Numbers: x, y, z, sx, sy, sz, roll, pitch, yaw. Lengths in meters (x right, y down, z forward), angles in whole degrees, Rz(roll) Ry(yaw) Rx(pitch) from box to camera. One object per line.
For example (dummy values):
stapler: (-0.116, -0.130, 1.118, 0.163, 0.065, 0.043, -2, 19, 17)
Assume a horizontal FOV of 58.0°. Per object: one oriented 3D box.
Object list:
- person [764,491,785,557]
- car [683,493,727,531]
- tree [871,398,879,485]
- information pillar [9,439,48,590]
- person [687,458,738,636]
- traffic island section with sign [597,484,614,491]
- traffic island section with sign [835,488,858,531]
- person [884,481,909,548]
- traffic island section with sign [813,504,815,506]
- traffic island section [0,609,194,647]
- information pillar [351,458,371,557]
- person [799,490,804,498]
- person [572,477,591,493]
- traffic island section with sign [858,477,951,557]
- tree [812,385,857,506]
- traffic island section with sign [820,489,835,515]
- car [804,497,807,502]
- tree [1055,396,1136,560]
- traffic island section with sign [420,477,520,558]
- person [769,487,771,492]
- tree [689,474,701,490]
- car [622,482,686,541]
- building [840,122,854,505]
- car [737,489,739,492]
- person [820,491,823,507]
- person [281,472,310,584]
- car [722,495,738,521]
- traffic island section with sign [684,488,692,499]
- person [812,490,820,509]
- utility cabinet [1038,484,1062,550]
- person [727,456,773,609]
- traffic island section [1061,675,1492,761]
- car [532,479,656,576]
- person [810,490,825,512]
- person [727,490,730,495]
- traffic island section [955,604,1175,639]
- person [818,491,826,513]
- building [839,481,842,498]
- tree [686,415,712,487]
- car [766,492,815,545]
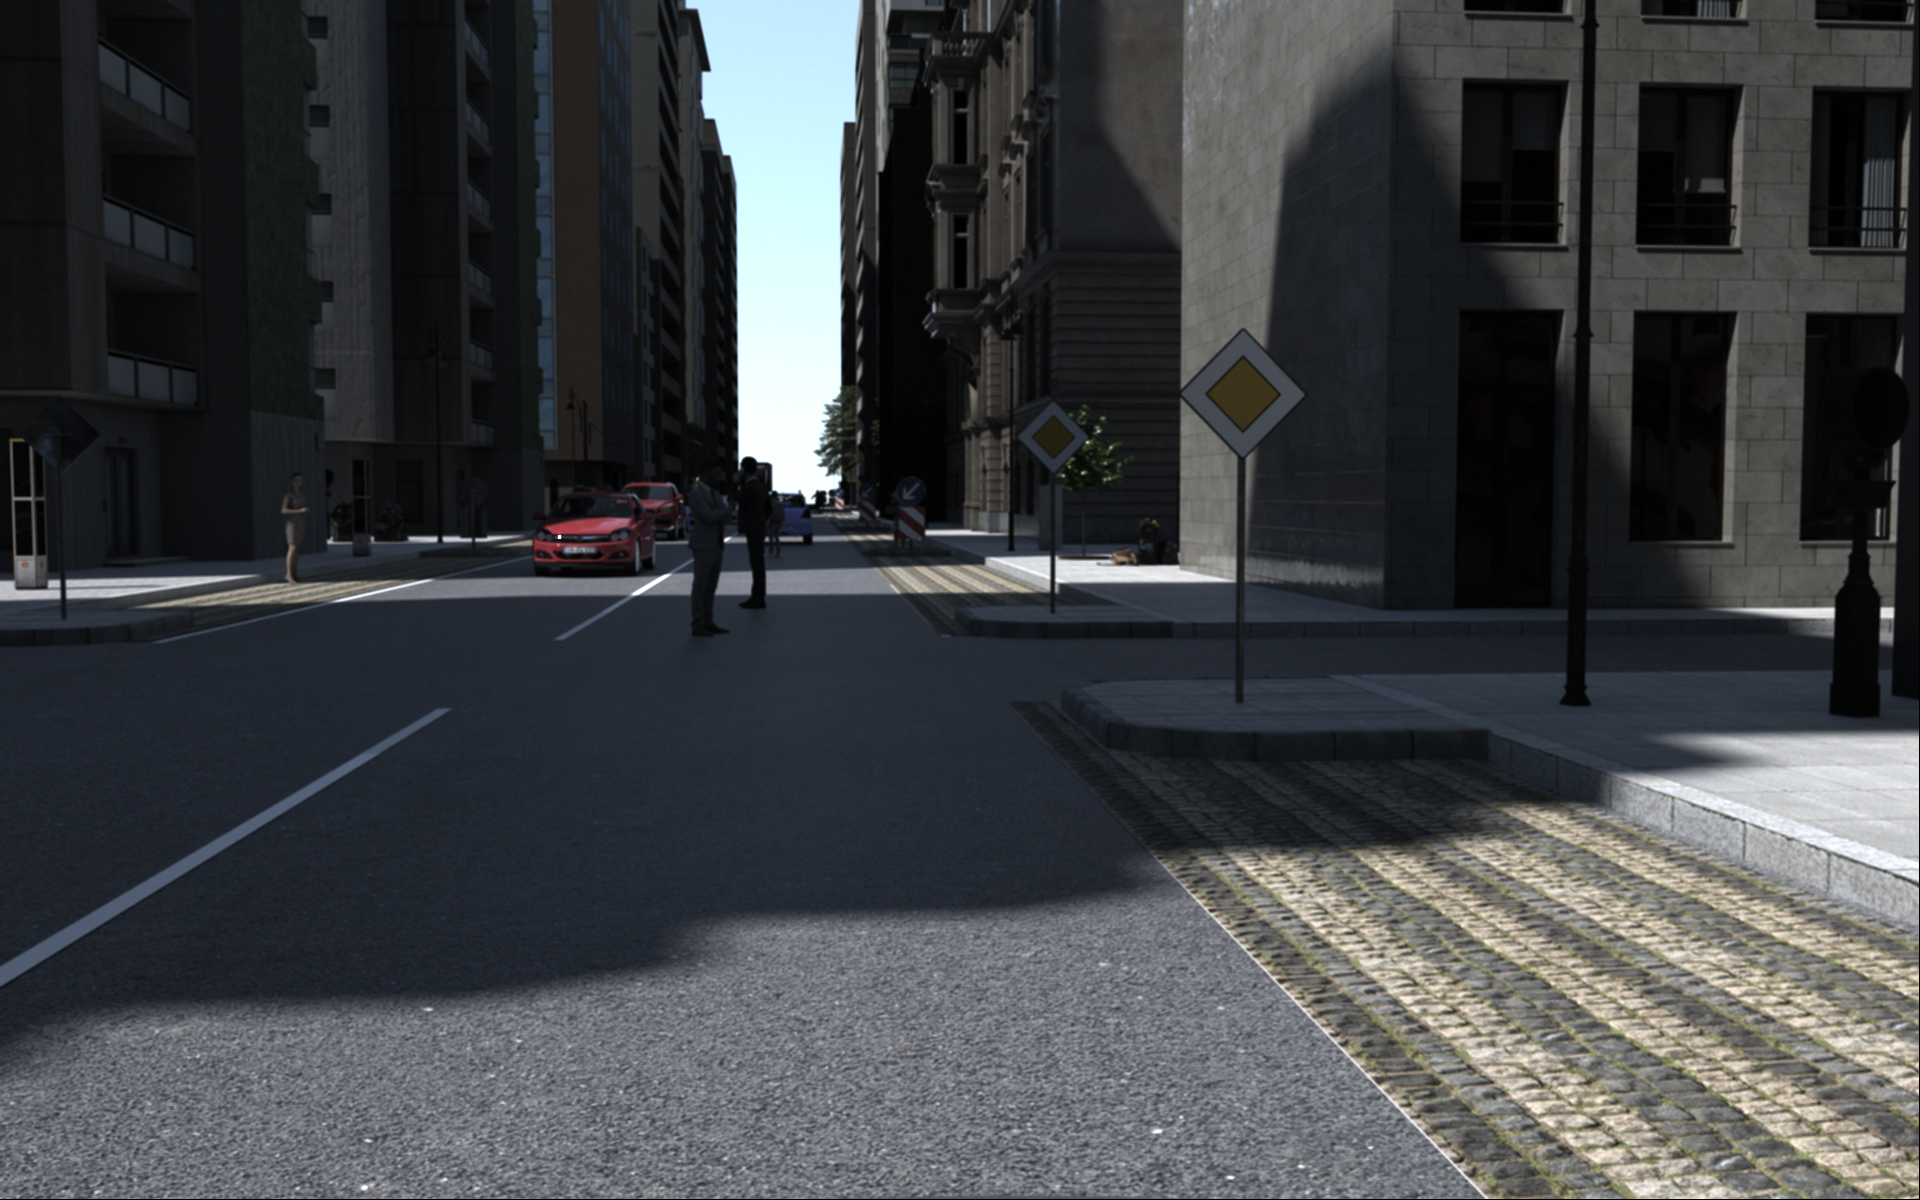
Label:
person: (-4.237, -1.737, 39.501, 0.523, 1.515, 0.503, 0, 4, 0)
car: (-9.949, -3.492, 66.690, 1.945, 1.707, 3.694, 0, 4, -6)
tree: (-3.504, -9.324, 102.815, 4.737, 8.622, 4.395, 0, 3, 0)
information pillar: (-12.496, -1.147, 23.252, 0.304, 2.012, 0.304, 0, 3, 0)
person: (-2.503, -0.546, 17.605, 0.466, 1.800, 0.511, 0, 4, 7)
traffic island section with sign: (-13.691, -3.572, 67.028, 1.989, 1.847, 2.006, 0, 4, -5)
traffic island section with sign: (-3.752, -3.599, 67.468, 1.989, 1.847, 2.006, 0, 4, -5)
person: (-1.566, -2.137, 43.801, 0.716, 1.782, 0.532, 0, 4, -1)
traffic island section with sign: (-15.813, -11.703, 199.978, 1.989, 1.847, 2.006, 0, 4, -5)
traffic island section: (-9.184, 0.279, 17.713, 2.009, 0.180, 2.903, 0, 4, -5)
information pillar: (-12.297, -1.900, 35.563, 0.304, 2.012, 0.304, 0, 4, -5)
person: (-14.477, -9.036, 156.255, 1.348, 1.821, 0.705, 3, 5, 43)
person: (-10.335, -2.418, 47.403, 0.474, 1.900, 0.648, 3, 5, 43)
traffic island section with sign: (-1.288, -1.932, 40.224, 1.989, 1.847, 2.006, 0, 4, -5)
tree: (-11.555, -16.067, 180.828, 7.486, 12.596, 7.792, 0, 3, 0)
traffic island section with sign: (-8.308, -6.661, 117.538, 1.989, 1.847, 2.006, 0, 4, -5)
car: (-18.922, -11.778, 202.360, 2.009, 1.686, 4.222, 0, 4, -4)
tree: (2.355, -2.410, 34.008, 1.663, 3.219, 1.824, 0, 3, 0)
traffic island section with sign: (-11.198, -1.902, 39.728, 1.989, 1.847, 2.006, 0, 4, -5)
person: (-10.657, -5.395, 96.665, 1.348, 1.831, 0.705, 2, 4, 34)
tree: (-25.498, -10.649, 168.714, 1.663, 3.219, 1.824, 0, 3, 0)
car: (-9.782, -2.801, 54.477, 2.281, 1.827, 5.304, 0, 4, -5)
building: (-3.999, -36.254, 216.455, 21.300, 48.544, 21.600, 0, 4, -5)
car: (-17.513, -8.116, 141.376, 2.281, 1.827, 5.304, 0, 4, -5)
person: (-15.642, -11.415, 195.162, 0.705, 1.821, 1.348, -1, 4, -9)
person: (-10.636, -1.157, 27.757, 0.374, 1.781, 0.599, 1, 4, 12)
car: (-11.338, -4.418, 84.591, 2.083, 1.381, 4.827, 0, 4, -5)
traffic island section with sign: (-18.157, -6.581, 116.223, 1.989, 1.847, 2.006, 0, 4, -5)
person: (-13.342, -9.436, 162.872, 1.348, 1.812, 0.705, -2, 4, -35)
utility cabinet: (2.072, -1.904, 39.812, 0.318, 1.500, 1.173, 1, 4, 16)
person: (-2.648, -0.850, 21.766, 0.474, 1.900, 0.648, 1, 4, 10)
traffic island section: (1.739, 0.710, 10.680, 2.009, 0.180, 2.903, 0, 4, -5)
car: (-6.633, -1.382, 31.643, 2.155, 1.783, 4.494, 0, 4, -4)
person: (-11.198, -7.768, 136.230, 1.217, 1.743, 0.721, 1, 4, 14)
person: (-21.095, -9.216, 159.166, 1.348, 1.826, 0.705, -1, 4, -11)
traffic island section: (1.016, 0.223, 18.633, 2.009, 0.180, 2.903, 0, 4, -5)
person: (-10.527, -7.494, 131.941, 0.541, 1.710, 0.530, 3, 5, 44)
building: (-0.657, -33.561, 240.602, 32.217, 40.220, 23.993, 0, 4, -5)
tree: (-25.411, -12.978, 162.548, 4.737, 8.622, 4.395, 0, 3, 0)
car: (-5.156, -2.488, 50.276, 1.945, 1.707, 3.694, 0, 4, -7)
